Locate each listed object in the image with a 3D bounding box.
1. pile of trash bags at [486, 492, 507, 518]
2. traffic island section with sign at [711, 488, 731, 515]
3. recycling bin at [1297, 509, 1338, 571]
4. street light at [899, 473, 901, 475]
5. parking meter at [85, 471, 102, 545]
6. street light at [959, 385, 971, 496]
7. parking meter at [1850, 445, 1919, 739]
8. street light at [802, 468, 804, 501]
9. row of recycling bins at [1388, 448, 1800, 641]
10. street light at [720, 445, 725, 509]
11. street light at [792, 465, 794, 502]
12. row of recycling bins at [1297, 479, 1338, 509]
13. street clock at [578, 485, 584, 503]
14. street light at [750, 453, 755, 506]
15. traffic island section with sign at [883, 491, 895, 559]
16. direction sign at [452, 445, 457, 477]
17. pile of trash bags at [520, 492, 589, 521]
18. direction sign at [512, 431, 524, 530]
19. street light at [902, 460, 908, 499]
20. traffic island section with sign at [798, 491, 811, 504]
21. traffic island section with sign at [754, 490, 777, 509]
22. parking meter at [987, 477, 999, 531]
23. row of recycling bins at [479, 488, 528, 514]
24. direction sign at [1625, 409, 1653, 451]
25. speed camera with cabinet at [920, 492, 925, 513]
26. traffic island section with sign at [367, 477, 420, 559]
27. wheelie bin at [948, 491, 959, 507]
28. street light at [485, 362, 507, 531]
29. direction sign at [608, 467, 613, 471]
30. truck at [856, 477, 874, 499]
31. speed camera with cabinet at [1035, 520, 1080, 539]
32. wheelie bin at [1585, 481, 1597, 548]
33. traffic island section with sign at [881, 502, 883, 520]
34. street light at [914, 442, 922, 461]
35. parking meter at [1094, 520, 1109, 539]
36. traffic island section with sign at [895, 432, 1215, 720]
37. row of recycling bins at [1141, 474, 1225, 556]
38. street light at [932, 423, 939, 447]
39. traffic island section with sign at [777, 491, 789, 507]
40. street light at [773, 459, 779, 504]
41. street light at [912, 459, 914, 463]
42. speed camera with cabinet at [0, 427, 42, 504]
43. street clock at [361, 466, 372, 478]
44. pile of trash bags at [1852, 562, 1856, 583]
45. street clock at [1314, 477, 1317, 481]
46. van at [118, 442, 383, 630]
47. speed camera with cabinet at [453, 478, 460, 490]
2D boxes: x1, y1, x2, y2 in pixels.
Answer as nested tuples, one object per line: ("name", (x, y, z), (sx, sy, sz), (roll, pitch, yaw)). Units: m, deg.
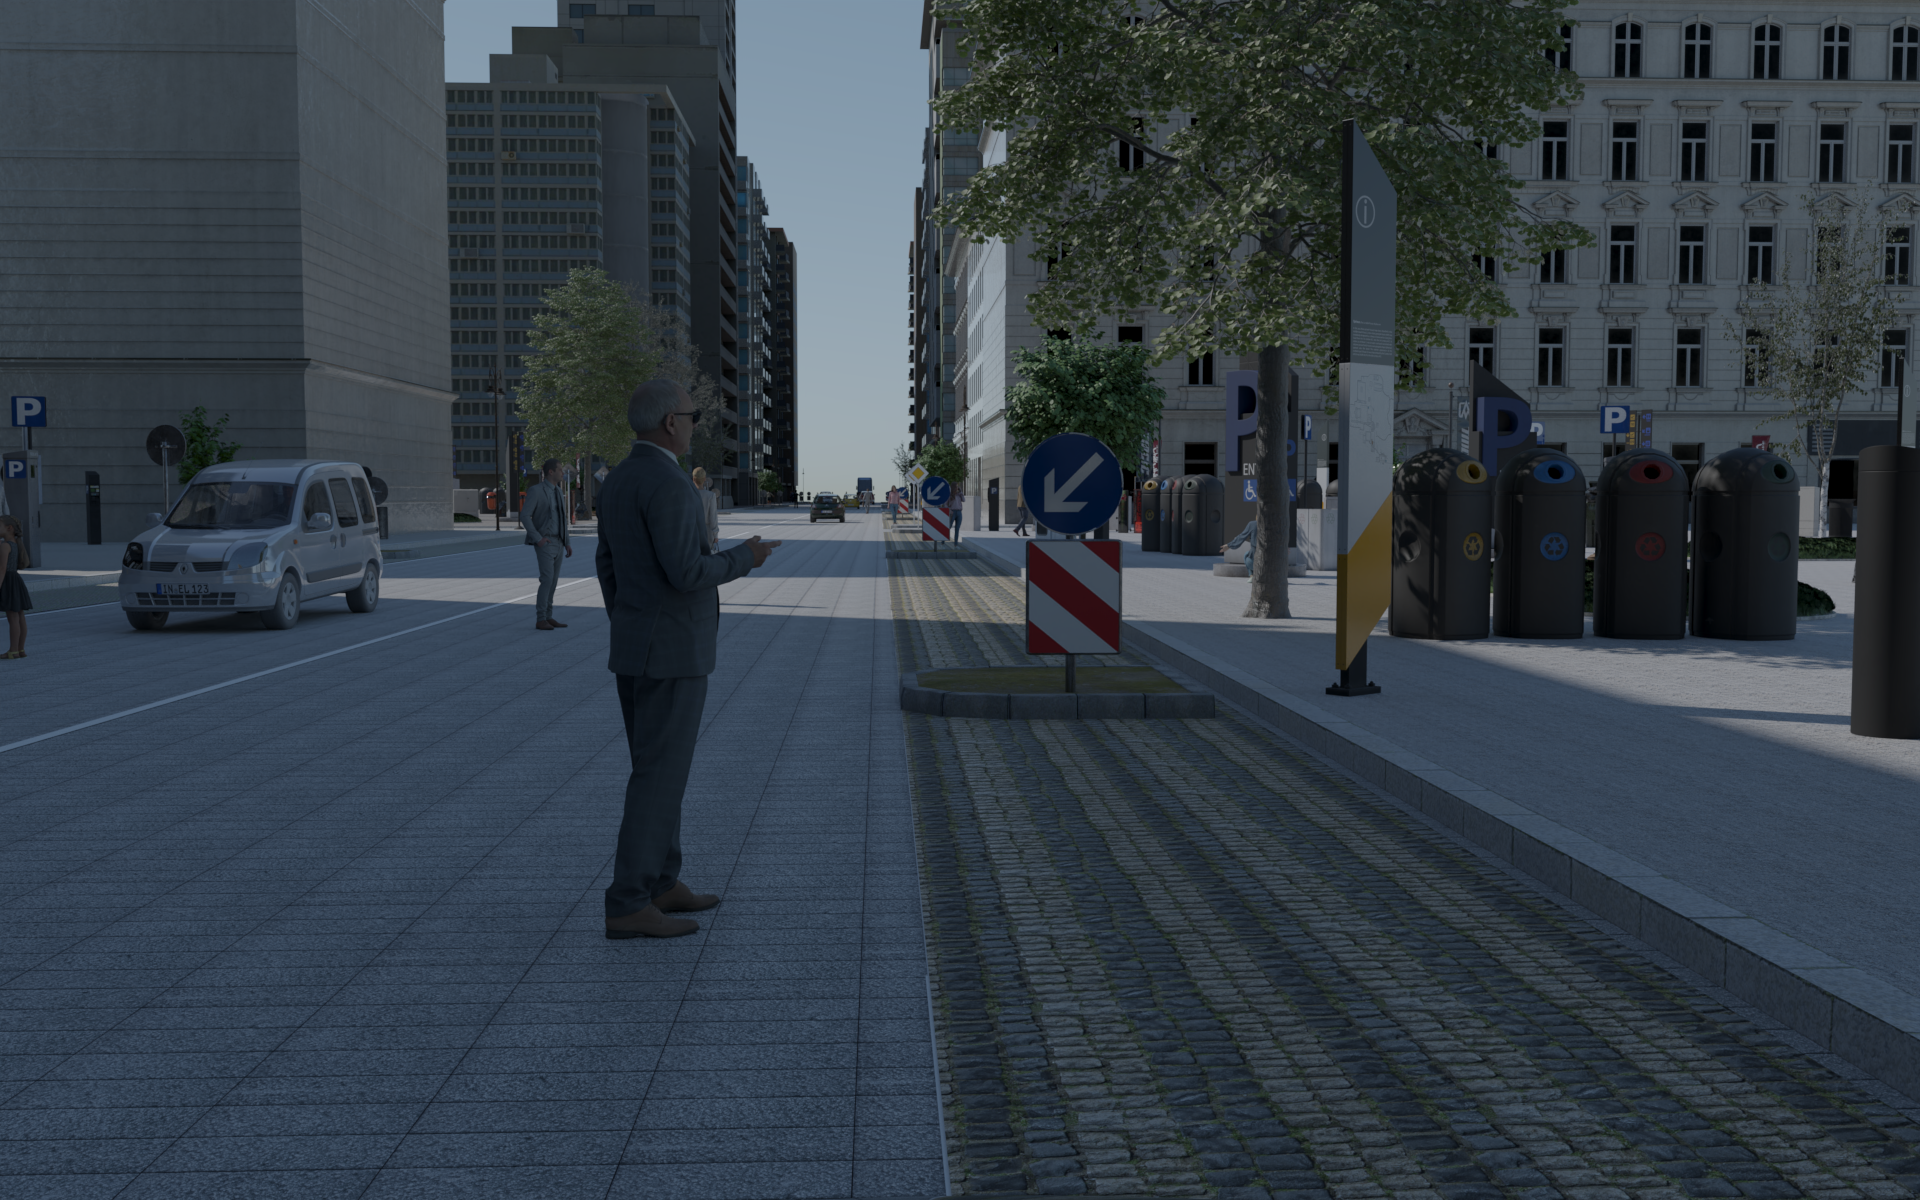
("pile of trash bags", (-24.975, -5.279, 96.059), (1.912, 1.369, 3.447), (2, 4, 26))
("traffic island section with sign", (-16.986, -6.848, 120.585), (1.989, 1.847, 2.006), (0, 4, -3))
("recycling bin", (6.186, -1.024, 29.293), (0.722, 1.027, 0.722), (-2, 4, -26))
("street light", (-8.993, -18.155, 269.620), (0.468, 5.910, 1.993), (0, 4, -3))
("parking meter", (-21.932, -2.332, 43.833), (0.255, 1.863, 0.399), (-3, 5, -41))
("street light", (0.197, -6.149, 73.316), (0.468, 5.910, 1.993), (0, 4, -3))
("parking meter", (4.956, -0.048, 9.190), (0.372, 1.533, 0.369), (0, 3, 0))
("street light", (-27.536, -20.288, 304.493), (0.468, 5.910, 1.993), (0, 4, -3))
("row of recycling bins", (5.644, -0.516, 15.556), (3.534, 1.692, 1.069), (0, 4, 1))
("street light", (-20.330, -10.722, 148.088), (0.468, 5.910, 1.993), (0, 4, -3))
("street light", (-25.829, -18.081, 268.419), (0.468, 5.910, 1.993), (0, 4, -3))
("row of recycling bins", (8.929, -2.416, 46.611), (3.534, 1.692, 1.069), (0, 4, 3))
("street clock", (-30.003, -8.118, 137.300), (0.471, 2.002, 0.358), (2, 4, 24))
("street light", (-22.014, -12.928, 184.164), (0.468, 5.910, 1.993), (0, 4, -3))
("traffic island section with sign", (-0.674, -1.848, 38.836), (1.989, 1.847, 2.006), (0, 4, -3))
("direction sign", (-23.417, -5.359, 79.608), (0.876, 3.537, 0.379), (3, 4, 37))
("pile of trash bags", (-19.764, -4.521, 83.679), (3.447, 1.369, 1.912), (-2, 4, -29))
("direction sign", (-15.968, -4.321, 62.647), (0.379, 3.537, 0.876), (1, 4, 11))
("street light", (-7.328, -15.935, 233.323), (0.468, 5.910, 1.993), (0, 4, -3))
("traffic island section with sign", (-23.122, -14.963, 253.279), (1.989, 1.847, 2.006), (0, 4, -3))
("traffic island section with sign", (-19.301, -9.913, 170.700), (1.989, 1.847, 2.006), (0, 4, -3))
("parking meter", (1.155, -3.326, 60.095), (0.399, 1.863, 0.255), (0, 4, -3))
("row of recycling bins", (-29.464, -6.423, 112.133), (1.069, 1.692, 3.534), (3, 5, 40))
("direction sign", (18.250, -3.342, 46.645), (0.379, 3.537, 0.876), (-2, 4, -26))
("speed camera with cabinet", (-2.265, -7.648, 119.384), (0.660, 3.252, 2.038), (-1, 4, -15))
("traffic island section with sign", (-13.186, -1.836, 38.649), (1.989, 1.847, 2.006), (0, 4, -3))
("wheelie bin", (-0.353, -4.985, 89.415), (0.693, 1.594, 0.980), (3, 5, 40))
("street light", (-16.268, -5.383, 60.796), (0.468, 5.910, 1.993), (0, 4, -3))
("direction sign", (-28.667, -9.241, 143.089), (0.876, 3.537, 0.379), (-3, 5, -43))
("truck", (-15.147, -17.286, 272.384), (2.967, 4.110, 18.799), (0, 4, -2))
("speed camera with cabinet", (2.775, -3.266, 47.734), (0.660, 3.252, 2.038), (-2, 4, -25))
("wheelie bin", (15.378, -2.053, 41.467), (0.980, 1.594, 0.693), (3, 5, 45))
("traffic island section with sign", (-3.254, -5.267, 94.748), (1.989, 1.847, 2.006), (0, 4, -3))
("street light", (-3.477, -10.857, 150.297), (0.468, 5.910, 1.993), (0, 4, -3))
("parking meter", (3.414, -2.207, 41.797), (0.255, 1.863, 0.399), (2, 4, 34))
("traffic island section with sign", (0.581, -0.199, 11.882), (1.989, 1.847, 2.006), (0, 4, -3))
("row of recycling bins", (4.833, -1.856, 37.458), (1.069, 1.692, 3.534), (-1, 4, -12))
("street light", (-1.538, -8.403, 110.172), (0.468, 5.910, 1.993), (0, 4, -3))
("traffic island section with sign", (-20.579, -11.593, 198.180), (1.989, 1.847, 2.006), (0, 4, -3))
("street light", (-23.639, -15.135, 220.242), (0.468, 5.910, 1.993), (0, 4, -3))
("street light", (-5.042, -13.064, 186.378), (0.468, 5.910, 1.993), (0, 4, -3))
("speed camera with cabinet", (-21.516, -2.704, 38.553), (2.038, 3.252, 0.660), (1, 4, 13))
("street clock", (-15.608, -2.489, 45.259), (0.471, 2.002, 0.358), (1, 4, 21))
("pile of trash bags", (14.571, -0.888, 24.279), (3.447, 1.369, 1.912), (0, 4, -1))
("street clock", (14.898, -4.115, 71.851), (0.471, 2.002, 0.358), (3, 4, 39))
("van", (-7.918, -0.769, 19.582), (2.013, 2.044, 4.112), (0, 4, -1))
("speed camera with cabinet", (-28.557, -6.413, 99.182), (2.038, 3.252, 0.660), (2, 4, 25))
